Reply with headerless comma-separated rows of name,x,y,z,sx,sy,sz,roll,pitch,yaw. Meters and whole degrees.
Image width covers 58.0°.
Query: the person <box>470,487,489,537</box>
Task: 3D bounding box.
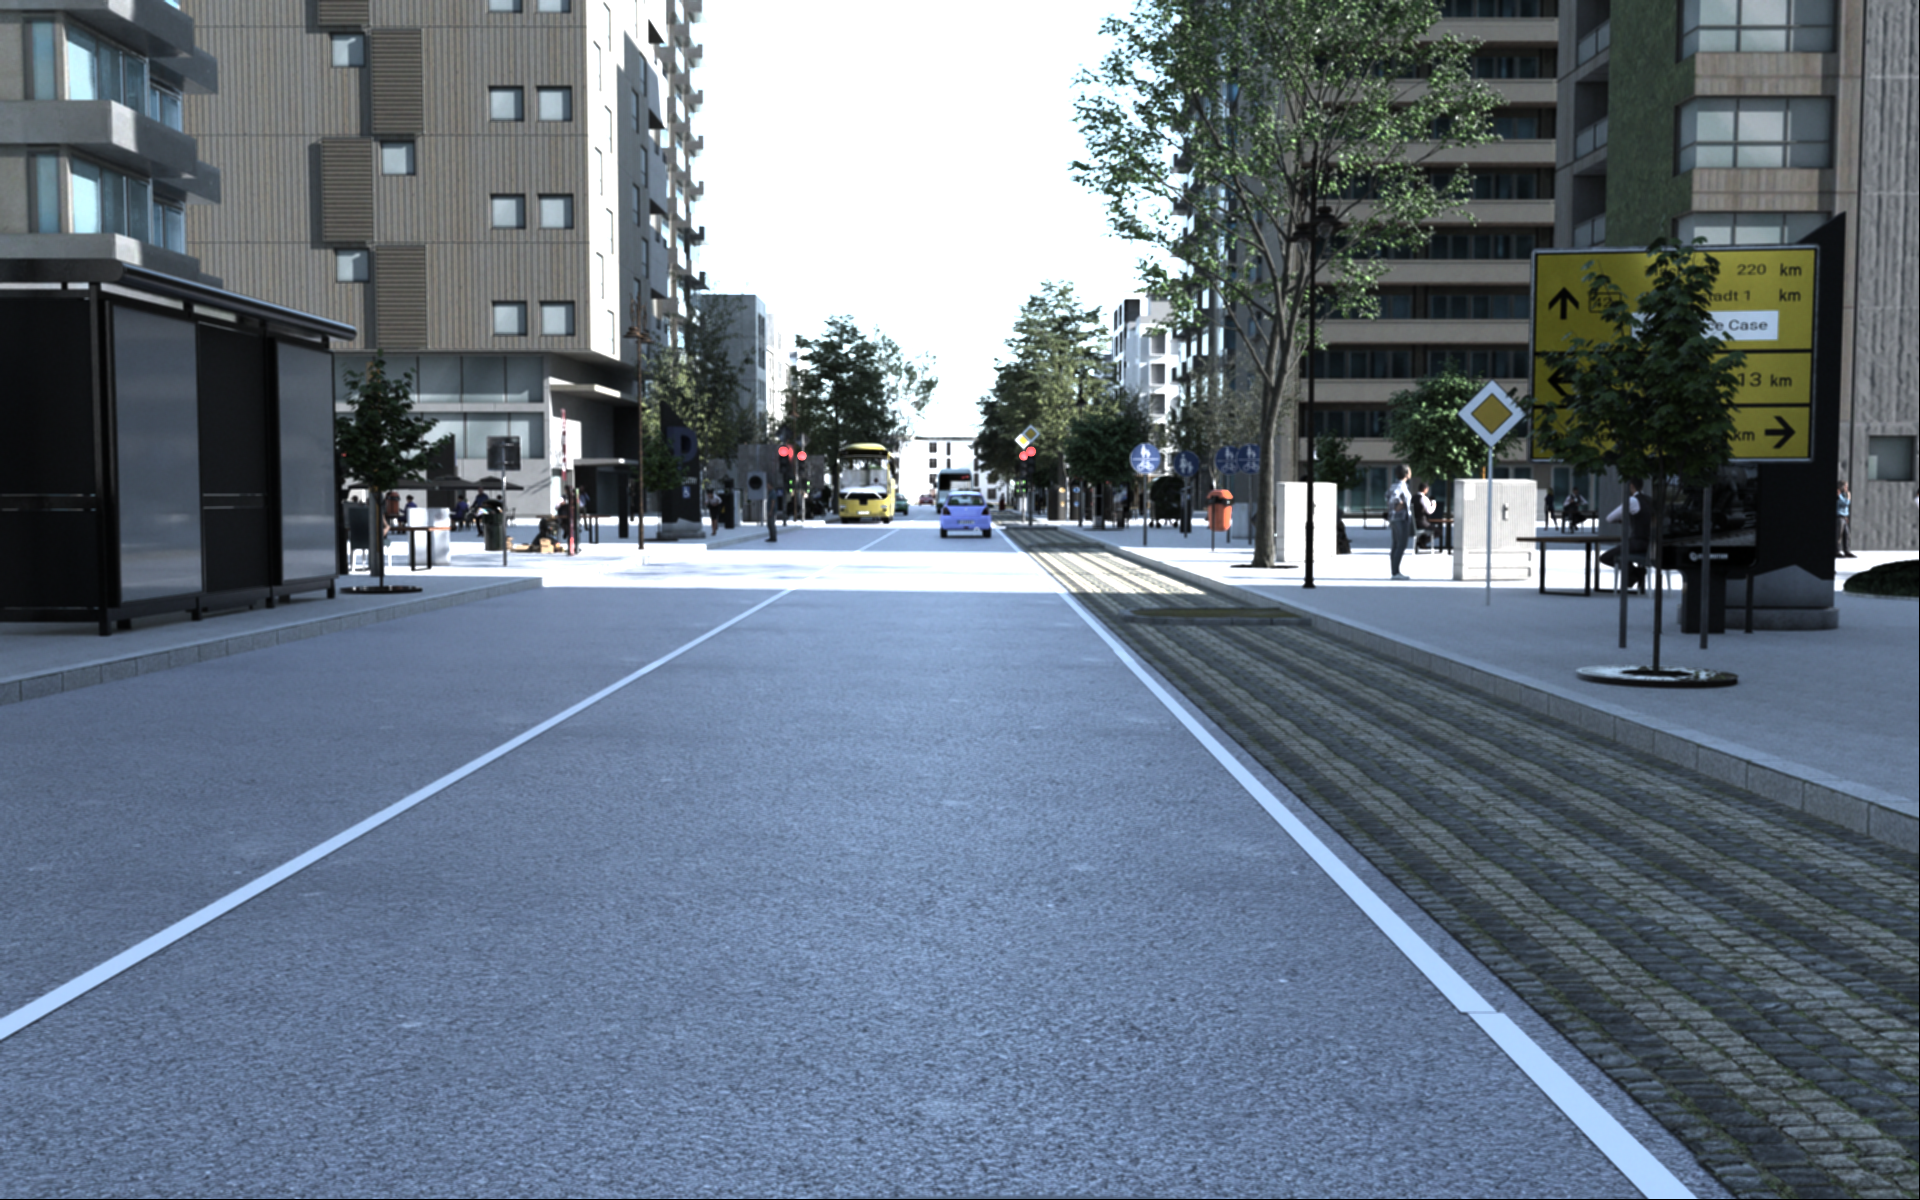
person,-14.468,-2.649,52.055,0.574,1.496,0.600,3,5,41

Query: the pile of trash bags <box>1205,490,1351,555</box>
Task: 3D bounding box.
pile of trash bags,6.859,-1.713,37.766,3.447,1.369,1.912,3,5,39

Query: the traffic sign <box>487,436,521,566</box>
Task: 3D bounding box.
traffic sign,-8.079,-1.747,30.701,0.606,2.300,0.079,0,4,3

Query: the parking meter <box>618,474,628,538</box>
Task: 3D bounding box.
parking meter,-9.842,-2.746,50.616,0.255,1.863,0.399,0,4,-7

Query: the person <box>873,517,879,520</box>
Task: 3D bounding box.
person,-4.640,-5.022,94.520,0.435,1.345,0.340,-1,4,-14

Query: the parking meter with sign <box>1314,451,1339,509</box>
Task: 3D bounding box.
parking meter with sign,14.564,-4.441,68.873,0.543,3.016,1.738,-1,4,-13

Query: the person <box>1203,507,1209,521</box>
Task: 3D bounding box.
person,11.755,-4.152,81.855,0.347,0.859,0.695,-1,4,-22

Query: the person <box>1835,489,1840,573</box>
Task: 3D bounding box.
person,13.866,-1.295,27.904,0.600,1.739,0.565,3,5,41

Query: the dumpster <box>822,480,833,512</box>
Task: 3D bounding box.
dumpster,-9.736,-7.327,122.297,1.502,2.255,1.985,0,3,0

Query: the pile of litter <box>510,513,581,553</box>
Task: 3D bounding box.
pile of litter,-9.224,-1.475,38.085,1.176,0.858,1.719,-2,4,-32

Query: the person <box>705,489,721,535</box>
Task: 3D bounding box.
person,-7.710,-2.726,53.807,0.628,1.438,0.799,-2,4,-24

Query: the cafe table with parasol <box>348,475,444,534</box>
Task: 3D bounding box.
cafe table with parasol,-18.164,-3.092,55.421,2.610,1.966,2.610,0,4,-8

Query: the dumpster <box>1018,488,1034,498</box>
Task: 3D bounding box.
dumpster,5.166,-7.836,133.869,1.264,1.857,1.865,0,3,0

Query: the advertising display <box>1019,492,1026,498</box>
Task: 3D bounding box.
advertising display,4.932,-7.704,131.171,0.974,1.923,0.123,0,4,3

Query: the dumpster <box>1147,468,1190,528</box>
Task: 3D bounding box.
dumpster,7.833,-3.854,65.511,1.502,2.255,1.985,0,4,0

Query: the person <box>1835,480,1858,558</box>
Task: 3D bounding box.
person,17.562,-1.604,34.486,0.499,1.552,0.429,-2,4,-27

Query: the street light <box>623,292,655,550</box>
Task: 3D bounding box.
street light,-7.351,-4.097,39.769,0.468,5.910,1.993,0,3,0

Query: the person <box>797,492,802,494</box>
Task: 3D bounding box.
person,-16.296,-10.353,175.416,1.348,1.812,0.705,-3,5,-44

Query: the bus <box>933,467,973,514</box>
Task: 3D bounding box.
bus,-0.506,-8.294,130.467,2.948,3.499,13.247,0,4,-1

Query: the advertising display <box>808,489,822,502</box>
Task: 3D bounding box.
advertising display,-9.691,-6.764,115.800,0.974,1.923,0.123,-2,4,-26

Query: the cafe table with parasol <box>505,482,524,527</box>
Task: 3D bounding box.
cafe table with parasol,-17.962,-3.758,66.308,2.610,1.966,2.610,1,4,19

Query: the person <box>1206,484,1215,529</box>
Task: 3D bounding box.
person,9.268,-3.459,64.064,0.415,1.643,0.593,-3,4,-39

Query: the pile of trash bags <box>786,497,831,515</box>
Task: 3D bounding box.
pile of trash bags,-9.837,-5.792,104.459,1.912,1.369,3.447,3,5,43

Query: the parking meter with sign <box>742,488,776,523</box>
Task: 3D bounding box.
parking meter with sign,-9.019,-4.995,77.929,1.738,3.016,0.543,2,4,27

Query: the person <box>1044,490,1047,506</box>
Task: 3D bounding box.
person,8.794,-10.552,179.300,0.721,1.736,1.217,-1,4,-16

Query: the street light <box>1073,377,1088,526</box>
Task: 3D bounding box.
street light,4.767,-5.862,68.633,0.468,5.910,1.993,0,3,0

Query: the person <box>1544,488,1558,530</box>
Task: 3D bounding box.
person,20.867,-3.212,61.106,0.613,1.512,0.480,3,5,43

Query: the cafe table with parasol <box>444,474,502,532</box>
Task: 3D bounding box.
cafe table with parasol,-17.644,-3.357,59.750,2.610,1.966,2.610,0,4,8

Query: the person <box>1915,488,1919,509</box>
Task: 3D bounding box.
person,19.413,-1.559,34.714,0.628,1.438,0.799,-2,4,-29

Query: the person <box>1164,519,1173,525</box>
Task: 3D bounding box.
person,8.645,-3.745,72.275,0.480,1.512,0.613,3,5,40

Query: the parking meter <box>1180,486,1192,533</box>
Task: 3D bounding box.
parking meter,7.485,-2.998,57.427,0.372,1.533,0.369,0,3,0

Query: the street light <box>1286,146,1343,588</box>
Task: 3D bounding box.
street light,4.768,-3.101,23.485,0.468,5.910,1.993,0,3,0

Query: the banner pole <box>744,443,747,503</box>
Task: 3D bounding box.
banner pole,-10.543,-5.773,84.409,0.401,3.779,0.863,-2,4,-30

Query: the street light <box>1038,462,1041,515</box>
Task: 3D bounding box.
street light,4.918,-8.210,107.028,0.468,5.910,1.993,0,3,0

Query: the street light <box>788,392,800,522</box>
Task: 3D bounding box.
street light,-7.529,-6.486,78.842,0.468,5.910,1.993,0,3,0

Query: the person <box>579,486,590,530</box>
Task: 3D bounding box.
person,-13.292,-3.233,60.973,0.516,1.574,0.319,-2,4,-29

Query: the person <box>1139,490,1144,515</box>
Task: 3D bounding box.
person,11.000,-5.874,104.355,0.482,1.546,0.388,1,4,14

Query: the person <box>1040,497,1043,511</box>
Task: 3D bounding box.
person,6.175,-7.715,132.892,0.504,1.737,0.576,-3,5,-42

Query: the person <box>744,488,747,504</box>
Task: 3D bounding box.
person,-16.681,-7.783,134.016,0.376,1.734,0.841,-1,4,-16

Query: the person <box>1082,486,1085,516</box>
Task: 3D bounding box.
person,7.347,-5.899,103.211,0.841,1.734,0.376,0,4,-7

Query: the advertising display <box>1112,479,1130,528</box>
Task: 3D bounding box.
advertising display,6.068,-3.677,65.328,0.123,1.923,0.974,-2,4,-32

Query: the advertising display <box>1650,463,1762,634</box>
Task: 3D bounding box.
advertising display,6.851,-0.655,15.916,0.974,1.923,0.123,0,4,-2

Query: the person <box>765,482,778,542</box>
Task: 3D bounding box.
person,-5.705,-2.664,52.182,0.434,1.807,0.598,0,4,3

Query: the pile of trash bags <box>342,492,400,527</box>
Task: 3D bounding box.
pile of trash bags,-23.179,-3.585,68.364,3.447,1.369,1.912,3,4,39

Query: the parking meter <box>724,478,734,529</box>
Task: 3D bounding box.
parking meter,-8.545,-3.573,64.136,0.255,1.863,0.399,1,4,15

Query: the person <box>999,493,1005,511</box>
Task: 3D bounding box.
person,3.543,-8.245,145.768,0.523,1.526,0.387,0,4,0

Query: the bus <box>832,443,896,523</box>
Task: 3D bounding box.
bus,-4.651,-5.875,87.603,2.896,3.916,12.252,0,4,-1

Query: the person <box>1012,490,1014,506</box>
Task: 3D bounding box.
person,5.532,-10.523,178.895,0.742,1.727,0.445,-1,4,-12

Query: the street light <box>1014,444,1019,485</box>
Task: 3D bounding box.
street light,4.938,-10.972,152.175,0.468,5.910,1.993,0,3,0

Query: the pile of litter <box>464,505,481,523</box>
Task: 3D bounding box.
pile of litter,-21.445,-3.862,77.115,1.719,0.858,1.176,1,4,10

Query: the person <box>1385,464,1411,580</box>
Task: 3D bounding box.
person,6.592,-1.178,26.032,0.376,1.734,0.841,1,4,11
